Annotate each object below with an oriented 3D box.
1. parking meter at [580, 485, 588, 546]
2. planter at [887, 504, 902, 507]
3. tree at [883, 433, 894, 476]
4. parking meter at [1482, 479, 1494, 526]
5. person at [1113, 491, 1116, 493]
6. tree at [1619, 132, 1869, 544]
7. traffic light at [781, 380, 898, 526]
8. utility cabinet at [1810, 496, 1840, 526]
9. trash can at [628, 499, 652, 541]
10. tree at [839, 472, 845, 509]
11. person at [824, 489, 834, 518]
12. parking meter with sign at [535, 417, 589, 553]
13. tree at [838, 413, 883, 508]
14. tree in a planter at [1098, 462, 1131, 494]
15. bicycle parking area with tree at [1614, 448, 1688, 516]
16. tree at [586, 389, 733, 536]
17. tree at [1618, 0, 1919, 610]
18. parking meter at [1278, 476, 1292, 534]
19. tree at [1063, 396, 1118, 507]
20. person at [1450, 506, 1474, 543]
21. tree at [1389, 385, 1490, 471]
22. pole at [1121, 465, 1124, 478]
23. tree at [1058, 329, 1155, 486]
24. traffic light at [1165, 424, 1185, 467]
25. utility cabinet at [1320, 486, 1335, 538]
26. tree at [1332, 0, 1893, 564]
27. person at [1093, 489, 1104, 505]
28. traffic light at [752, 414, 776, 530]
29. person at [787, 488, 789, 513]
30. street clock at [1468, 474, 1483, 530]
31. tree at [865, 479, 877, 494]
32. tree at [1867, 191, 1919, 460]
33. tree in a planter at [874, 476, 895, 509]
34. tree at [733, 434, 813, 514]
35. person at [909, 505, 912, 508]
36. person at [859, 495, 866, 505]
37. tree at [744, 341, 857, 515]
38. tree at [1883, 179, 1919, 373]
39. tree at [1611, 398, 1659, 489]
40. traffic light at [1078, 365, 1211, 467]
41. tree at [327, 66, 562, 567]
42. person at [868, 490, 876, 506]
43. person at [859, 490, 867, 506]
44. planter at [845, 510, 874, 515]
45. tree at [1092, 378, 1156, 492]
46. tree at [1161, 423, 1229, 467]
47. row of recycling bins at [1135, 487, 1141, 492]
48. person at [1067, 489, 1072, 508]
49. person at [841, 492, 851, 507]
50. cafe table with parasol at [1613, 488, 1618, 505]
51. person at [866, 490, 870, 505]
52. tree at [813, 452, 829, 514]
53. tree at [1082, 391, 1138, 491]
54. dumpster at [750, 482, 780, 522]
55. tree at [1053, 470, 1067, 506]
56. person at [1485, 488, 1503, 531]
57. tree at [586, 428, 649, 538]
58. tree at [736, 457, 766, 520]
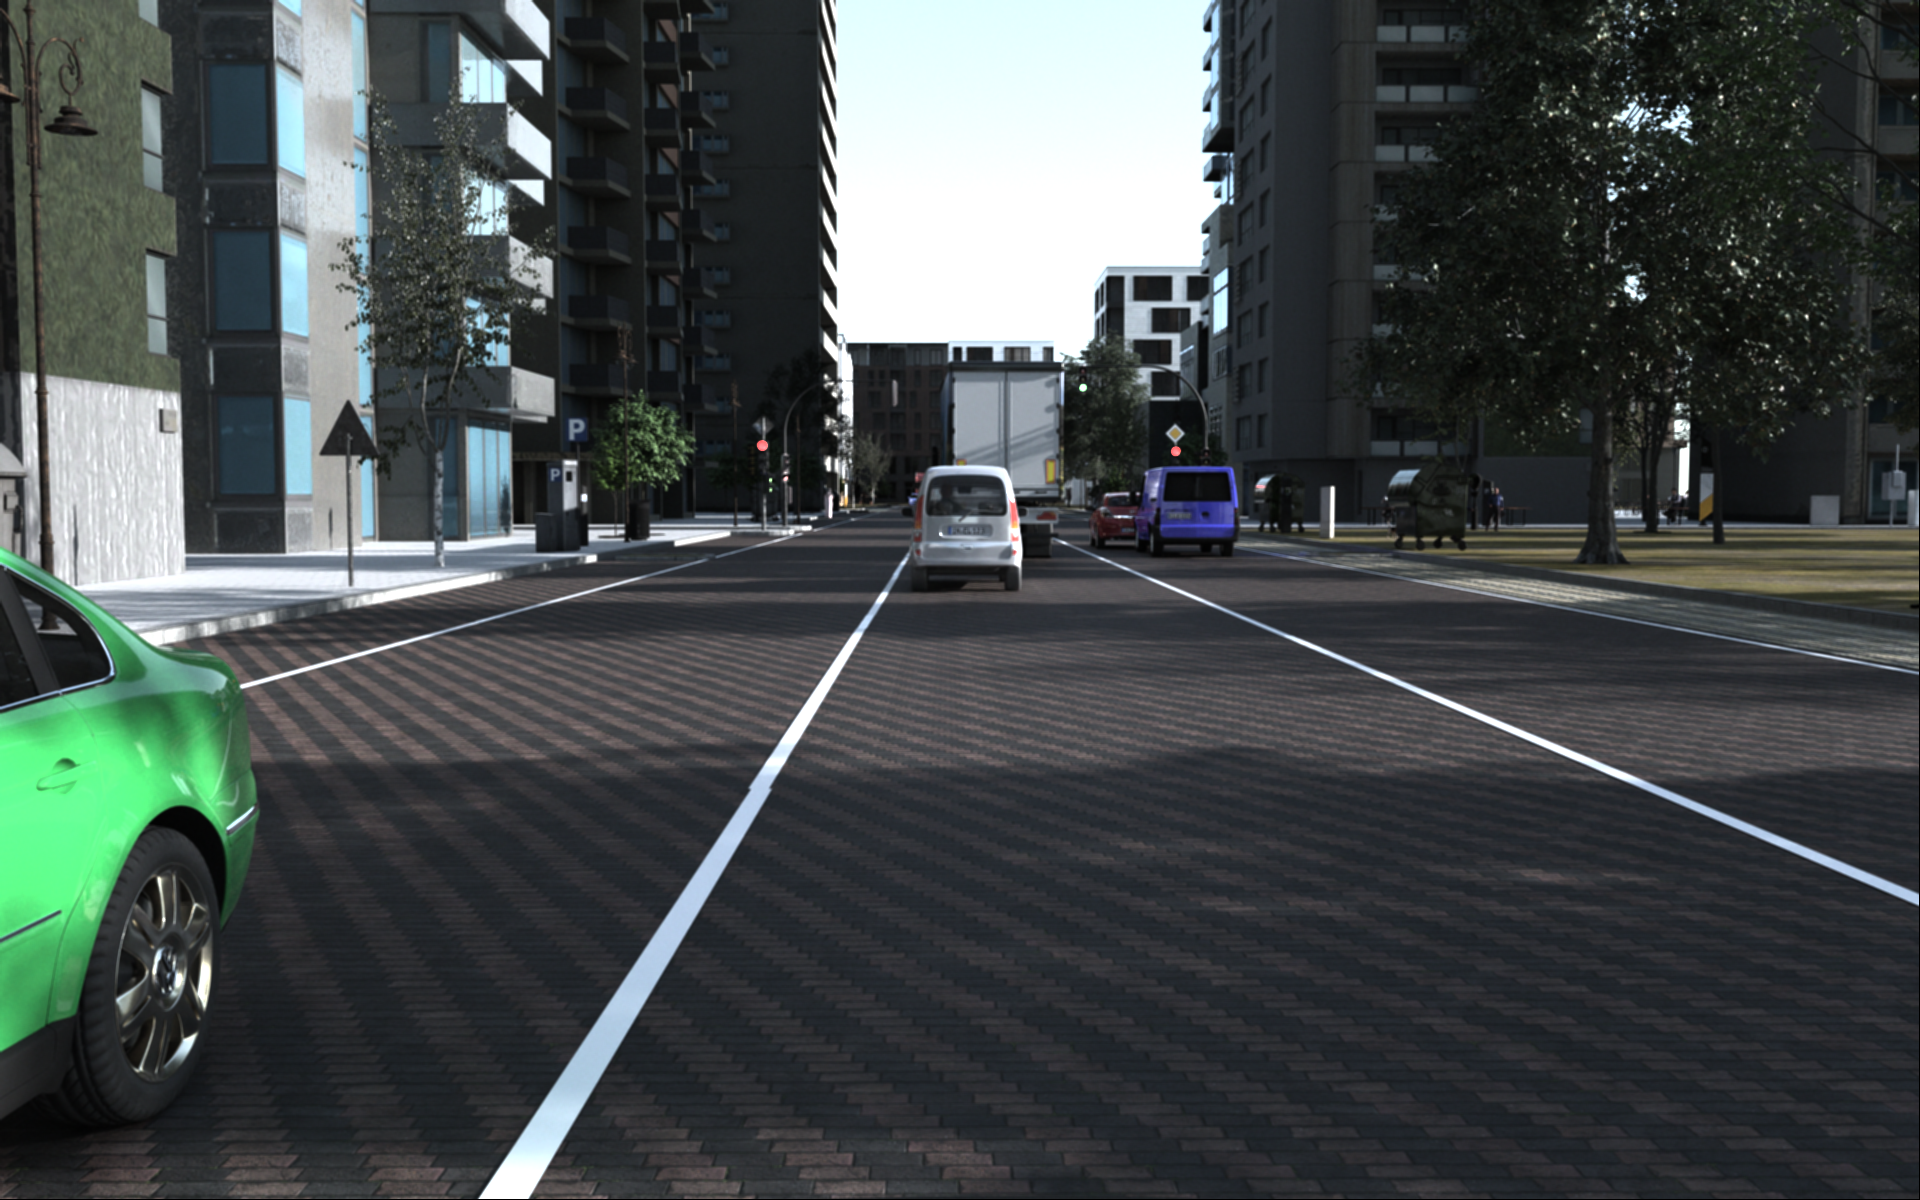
[{"bbox_3d":[-9.360,-2.097,42.695,0.372,1.533,0.369,0,3,0],"label":"parking meter"},{"bbox_3d":[-7.623,-10.812,197.908,1.991,0.319,1.994,0,4,0],"label":"planter"},{"bbox_3d":[-9.840,-15.318,200.806,4.360,8.622,3.978,0,3,0],"label":"tree"},{"bbox_3d":[21.063,-3.876,69.076,0.399,1.863,0.255,3,4,36],"label":"parking meter"},{"bbox_3d":[7.360,-4.396,82.434,0.319,1.574,0.516,-2,4,-26],"label":"person"},{"bbox_3d":[19.244,-6.729,44.440,7.601,10.594,8.767,1,4,17],"label":"tree"},{"bbox_3d":[-4.875,-5.773,69.060,4.771,5.953,1.251,0,4,0],"label":"traffic light"},{"bbox_3d":[34.654,-3.563,69.411,1.020,1.237,0.306,1,4,18],"label":"utility cabinet"},{"bbox_3d":[-8.905,-2.221,47.969,0.748,1.137,0.748,0,3,0],"label":"trash can"},{"bbox_3d":[-10.630,-9.568,151.041,1.663,3.219,1.824,0,3,0],"label":"tree"},{"bbox_3d":[-7.329,-5.357,96.759,0.551,1.740,0.621,0,4,-4],"label":"person"},{"bbox_3d":[-8.921,-2.598,38.739,0.543,3.016,1.738,1,4,14],"label":"parking meter with sign"},{"bbox_3d":[-9.579,-12.584,156.117,4.360,8.622,3.978,0,3,0],"label":"tree"},{"bbox_3d":[8.409,-5.954,94.570,1.991,3.239,1.994,0,4,0],"label":"tree in a planter"},{"bbox_3d":[41.463,-7.256,105.636,8.231,4.147,9.016,-1,4,-9],"label":"bicycle parking area with tree"},{"bbox_3d":[-9.892,-4.296,53.949,4.285,4.588,4.351,0,3,0],"label":"tree"},{"bbox_3d":[11.352,-5.695,18.867,9.928,11.665,9.643,0,3,0],"label":"tree"},{"bbox_3d":[10.611,-3.096,56.335,0.255,1.863,0.399,0,4,-7],"label":"parking meter"},{"bbox_3d":[10.924,-13.159,149.565,8.767,10.594,7.601,-1,4,-9],"label":"tree"},{"bbox_3d":[13.233,-2.255,45.610,0.600,1.496,0.574,1,4,19],"label":"person"},{"bbox_3d":[15.693,-6.370,54.505,4.737,8.622,4.395,0,3,0],"label":"tree"},{"bbox_3d":[10.659,-7.325,113.605,0.158,3.312,0.155,0,3,0],"label":"pole"},{"bbox_3d":[10.505,-13.974,135.135,9.857,13.997,8.962,0,3,0],"label":"tree"},{"bbox_3d":[8.554,-4.906,69.139,0.839,4.253,0.868,0,4,0],"label":"traffic light"},{"bbox_3d":[10.600,-2.530,50.045,0.318,1.500,1.173,1,4,17],"label":"utility cabinet"},{"bbox_3d":[11.756,-7.017,31.737,9.611,12.733,9.660,0,3,0],"label":"tree"},{"bbox_3d":[8.308,-5.686,102.017,0.990,1.755,0.434,3,5,41],"label":"person"},{"bbox_3d":[-6.908,-4.410,61.025,0.839,4.253,0.868,0,4,0],"label":"traffic light"},{"bbox_3d":[-11.754,-6.767,117.367,0.600,1.739,0.565,-1,4,-21],"label":"person"},{"bbox_3d":[18.339,-3.493,61.682,0.471,2.002,0.358,3,5,44],"label":"street clock"},{"bbox_3d":[-10.742,-13.440,214.340,1.663,3.219,1.824,0,3,0],"label":"tree"},{"bbox_3d":[33.013,-9.032,54.325,9.857,13.997,8.962,0,3,0],"label":"tree"},{"bbox_3d":[-7.435,-10.620,170.855,1.991,3.239,1.994,0,4,0],"label":"tree in a planter"},{"bbox_3d":[-10.248,-6.593,91.512,4.285,4.588,4.351,0,3,0],"label":"tree"},{"bbox_3d":[-3.974,-7.302,138.359,0.357,0.543,0.381,-1,4,-17],"label":"person"},{"bbox_3d":[-11.279,-11.715,200.777,0.799,1.438,0.628,-1,4,-18],"label":"person"},{"bbox_3d":[-9.691,-10.457,105.377,7.601,10.594,8.767,0,4,0],"label":"tree"},{"bbox_3d":[21.561,-5.243,36.081,4.360,8.622,3.978,0,3,0],"label":"tree"},{"bbox_3d":[36.380,-8.906,95.978,4.737,8.622,4.395,0,3,0],"label":"tree"},{"bbox_3d":[6.522,-5.280,60.998,4.771,5.953,1.251,0,4,0],"label":"traffic light"},{"bbox_3d":[-9.207,-4.908,30.603,4.360,8.622,3.978,0,3,0],"label":"tree"},{"bbox_3d":[-9.915,-11.467,194.319,1.217,1.735,0.721,3,4,36],"label":"person"},{"bbox_3d":[-10.587,-11.166,189.123,1.217,1.766,0.721,3,4,39],"label":"person"},{"bbox_3d":[-7.066,-6.147,121.650,1.991,0.319,1.994,0,4,0],"label":"planter"},{"bbox_3d":[10.303,-9.699,108.949,4.737,8.622,4.395,0,3,0],"label":"tree"},{"bbox_3d":[10.743,-5.865,79.609,4.285,4.588,4.351,0,3,0],"label":"tree"},{"bbox_3d":[10.501,-5.623,99.043,1.069,1.692,3.534,0,4,8],"label":"row of recycling bins"},{"bbox_3d":[10.416,-9.639,164.367,0.721,1.743,1.217,1,4,15],"label":"person"},{"bbox_3d":[-11.287,-10.073,170.869,0.705,1.807,1.348,3,4,37],"label":"person"},{"bbox_3d":[33.726,-5.324,91.905,2.610,1.966,2.610,-1,4,-23],"label":"cafe table with parasol"},{"bbox_3d":[-10.994,-12.375,209.168,0.742,1.727,0.445,-3,5,-44],"label":"person"},{"bbox_3d":[-10.189,-7.942,113.565,4.285,4.588,4.351,0,3,0],"label":"tree"},{"bbox_3d":[10.627,-10.497,121.980,4.360,8.622,3.978,0,3,0],"label":"tree"},{"bbox_3d":[-9.108,-4.582,80.676,1.264,1.857,1.865,0,4,-1],"label":"dumpster"},{"bbox_3d":[9.833,-12.253,184.046,4.285,4.588,4.351,0,3,0],"label":"tree"},{"bbox_3d":[18.479,-3.138,60.037,0.574,1.496,0.600,2,4,30],"label":"person"},{"bbox_3d":[-10.168,-3.438,50.814,1.663,3.219,1.824,0,3,0],"label":"tree"},{"bbox_3d":[-10.257,-5.685,87.556,1.663,3.219,1.824,0,3,0],"label":"tree"}]
